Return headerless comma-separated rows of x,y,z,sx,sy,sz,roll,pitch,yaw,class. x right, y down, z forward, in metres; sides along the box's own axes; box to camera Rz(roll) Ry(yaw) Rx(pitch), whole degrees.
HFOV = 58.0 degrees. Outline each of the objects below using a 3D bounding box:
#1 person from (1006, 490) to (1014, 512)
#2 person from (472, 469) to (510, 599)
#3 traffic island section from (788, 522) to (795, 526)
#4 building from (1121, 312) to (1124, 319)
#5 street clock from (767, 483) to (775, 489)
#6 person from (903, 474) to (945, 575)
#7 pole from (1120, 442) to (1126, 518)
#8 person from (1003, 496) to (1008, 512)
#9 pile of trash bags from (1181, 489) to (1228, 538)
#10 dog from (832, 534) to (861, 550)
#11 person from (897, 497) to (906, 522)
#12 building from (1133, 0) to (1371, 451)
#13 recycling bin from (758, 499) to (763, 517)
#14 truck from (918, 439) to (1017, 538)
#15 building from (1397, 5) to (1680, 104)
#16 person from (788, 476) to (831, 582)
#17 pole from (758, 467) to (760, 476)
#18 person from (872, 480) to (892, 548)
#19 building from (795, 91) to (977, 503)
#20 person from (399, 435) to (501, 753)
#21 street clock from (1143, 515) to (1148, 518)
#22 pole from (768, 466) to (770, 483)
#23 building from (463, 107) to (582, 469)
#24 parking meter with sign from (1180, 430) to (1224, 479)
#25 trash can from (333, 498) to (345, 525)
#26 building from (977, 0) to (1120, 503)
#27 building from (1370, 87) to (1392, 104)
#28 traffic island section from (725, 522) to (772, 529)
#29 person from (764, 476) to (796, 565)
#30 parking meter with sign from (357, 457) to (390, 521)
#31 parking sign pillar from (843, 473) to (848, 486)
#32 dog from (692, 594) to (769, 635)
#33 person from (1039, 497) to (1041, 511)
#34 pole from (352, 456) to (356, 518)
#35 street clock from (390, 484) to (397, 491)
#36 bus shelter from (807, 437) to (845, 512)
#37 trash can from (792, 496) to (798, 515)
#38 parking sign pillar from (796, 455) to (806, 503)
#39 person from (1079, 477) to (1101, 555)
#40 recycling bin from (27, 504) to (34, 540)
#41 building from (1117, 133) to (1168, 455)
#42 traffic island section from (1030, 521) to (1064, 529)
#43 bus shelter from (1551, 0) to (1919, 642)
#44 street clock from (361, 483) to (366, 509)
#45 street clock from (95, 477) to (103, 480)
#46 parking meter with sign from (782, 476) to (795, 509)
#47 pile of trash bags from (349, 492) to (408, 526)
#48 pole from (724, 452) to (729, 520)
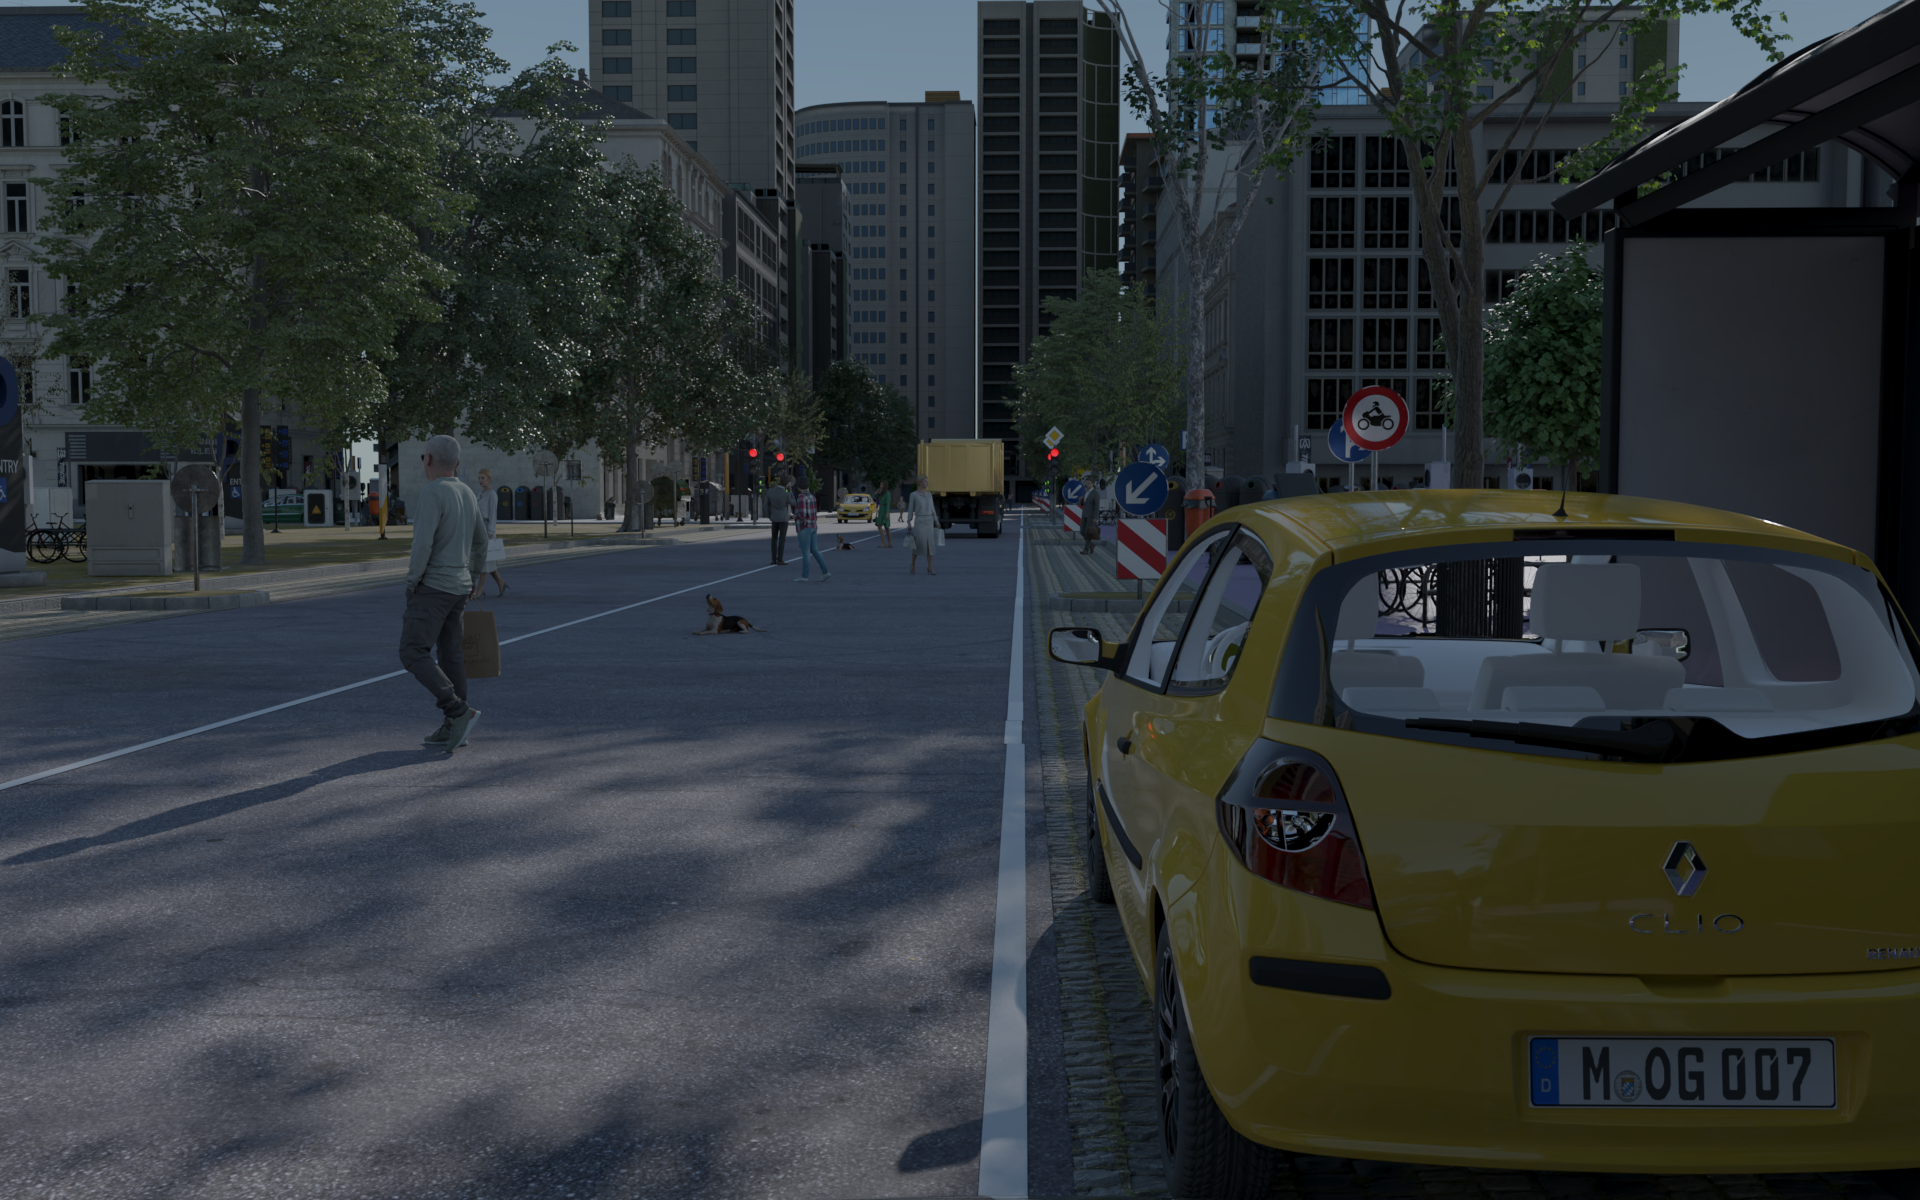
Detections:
4.039,-7.937,138.854,0.593,1.750,0.643,1,4,22,person
-6.461,-0.913,23.776,0.624,1.780,0.694,-2,4,-30,person
-8.272,-3.534,80.058,2.009,0.180,2.903,0,4,2,traffic island section
30.634,-29.413,252.603,14.107,30.474,14.160,0,4,2,building
-11.950,-6.409,109.363,0.471,2.002,0.358,-1,4,-15,street clock
-0.650,-1.343,30.809,0.694,1.780,0.624,-1,4,-17,person
6.408,-4.547,68.194,0.158,3.312,0.155,0,3,0,pole
3.452,-7.443,134.473,0.640,1.303,0.475,0,4,-7,person
5.281,-1.322,31.360,3.447,1.369,1.912,-3,5,-41,pile of trash bags
-2.898,-1.469,44.212,0.748,0.427,0.550,0,4,-1,dog
-2.948,-4.575,87.577,0.475,1.303,0.640,-3,5,-41,person
29.633,-52.774,175.526,22.319,86.520,31.000,0,4,2,building
-10.678,-5.075,95.531,0.722,1.027,0.722,-3,5,-39,recycling bin
0.164,-3.891,59.537,3.469,3.379,9.791,0,4,3,truck
68.659,-40.792,208.947,28.212,58.520,21.231,0,4,2,building
-2.469,-1.157,28.255,0.643,1.720,0.563,1,4,22,person
-15.225,-8.380,130.860,0.158,3.312,0.155,0,3,0,pole
-2.001,-2.291,46.209,0.529,1.795,0.600,-2,4,-35,person
-11.735,-43.700,256.500,28.212,58.520,21.231,0,4,2,building
-2.884,-0.058,9.934,0.515,1.767,0.782,1,4,12,person
4.945,-2.563,46.475,0.358,2.002,0.471,0,4,6,street clock
-14.078,-8.194,127.819,0.158,3.312,0.155,0,3,0,pole
-61.430,-43.800,258.121,28.212,58.520,21.231,0,4,2,building
6.877,-3.136,47.537,1.738,3.016,0.543,-2,4,-34,parking meter with sign
-25.467,-3.644,71.230,0.748,1.137,0.748,0,3,0,trash can
13.041,-49.938,254.740,20.611,71.187,20.563,0,4,2,building
52.719,-43.567,254.311,28.212,58.520,21.231,0,4,2,building
-8.561,-3.046,72.079,2.009,0.180,2.903,0,4,2,traffic island section
-3.633,-1.604,34.911,0.592,1.802,0.473,2,4,31,person
-27.698,-5.269,82.403,1.738,3.016,0.543,-1,4,-9,parking meter with sign
-9.709,-9.846,149.460,1.447,3.967,1.447,1,4,11,parking sign pillar
-2.355,0.145,17.814,0.748,0.427,0.550,0,4,1,dog
6.442,-7.775,135.809,0.537,1.800,0.526,2,4,35,person
-32.171,-5.998,91.914,0.158,3.312,0.155,0,3,0,pole
-40.043,-7.211,122.466,0.471,2.002,0.358,-2,4,-25,street clock
-9.861,-9.050,125.597,2.179,5.291,8.768,0,4,2,bus shelter
-9.936,-5.746,105.597,0.748,1.137,0.748,0,3,0,trash can
-10.657,-7.896,117.564,1.447,3.967,1.447,1,4,20,parking sign pillar
3.062,-1.977,40.783,0.622,1.834,0.822,3,4,39,person
-26.348,-2.235,49.097,0.722,1.027,0.722,1,4,19,recycling bin
30.150,-33.785,207.005,22.147,44.769,28.867,0,4,2,building
4.211,-3.506,79.602,2.009,0.180,2.903,0,4,2,traffic island section
4.094,-0.777,6.633,2.014,3.302,5.546,0,4,2,bus shelter
-37.697,-6.406,109.306,0.358,2.002,0.471,0,4,2,street clock
-36.322,-4.192,73.107,0.358,2.002,0.471,-3,4,-37,street clock
-14.592,-9.336,148.902,1.738,3.016,0.543,-2,4,-30,parking meter with sign
-23.503,-3.702,70.286,1.912,1.369,3.447,-1,4,-9,pile of trash bags
-11.410,-5.561,84.763,0.158,3.312,0.155,0,3,0,pole
